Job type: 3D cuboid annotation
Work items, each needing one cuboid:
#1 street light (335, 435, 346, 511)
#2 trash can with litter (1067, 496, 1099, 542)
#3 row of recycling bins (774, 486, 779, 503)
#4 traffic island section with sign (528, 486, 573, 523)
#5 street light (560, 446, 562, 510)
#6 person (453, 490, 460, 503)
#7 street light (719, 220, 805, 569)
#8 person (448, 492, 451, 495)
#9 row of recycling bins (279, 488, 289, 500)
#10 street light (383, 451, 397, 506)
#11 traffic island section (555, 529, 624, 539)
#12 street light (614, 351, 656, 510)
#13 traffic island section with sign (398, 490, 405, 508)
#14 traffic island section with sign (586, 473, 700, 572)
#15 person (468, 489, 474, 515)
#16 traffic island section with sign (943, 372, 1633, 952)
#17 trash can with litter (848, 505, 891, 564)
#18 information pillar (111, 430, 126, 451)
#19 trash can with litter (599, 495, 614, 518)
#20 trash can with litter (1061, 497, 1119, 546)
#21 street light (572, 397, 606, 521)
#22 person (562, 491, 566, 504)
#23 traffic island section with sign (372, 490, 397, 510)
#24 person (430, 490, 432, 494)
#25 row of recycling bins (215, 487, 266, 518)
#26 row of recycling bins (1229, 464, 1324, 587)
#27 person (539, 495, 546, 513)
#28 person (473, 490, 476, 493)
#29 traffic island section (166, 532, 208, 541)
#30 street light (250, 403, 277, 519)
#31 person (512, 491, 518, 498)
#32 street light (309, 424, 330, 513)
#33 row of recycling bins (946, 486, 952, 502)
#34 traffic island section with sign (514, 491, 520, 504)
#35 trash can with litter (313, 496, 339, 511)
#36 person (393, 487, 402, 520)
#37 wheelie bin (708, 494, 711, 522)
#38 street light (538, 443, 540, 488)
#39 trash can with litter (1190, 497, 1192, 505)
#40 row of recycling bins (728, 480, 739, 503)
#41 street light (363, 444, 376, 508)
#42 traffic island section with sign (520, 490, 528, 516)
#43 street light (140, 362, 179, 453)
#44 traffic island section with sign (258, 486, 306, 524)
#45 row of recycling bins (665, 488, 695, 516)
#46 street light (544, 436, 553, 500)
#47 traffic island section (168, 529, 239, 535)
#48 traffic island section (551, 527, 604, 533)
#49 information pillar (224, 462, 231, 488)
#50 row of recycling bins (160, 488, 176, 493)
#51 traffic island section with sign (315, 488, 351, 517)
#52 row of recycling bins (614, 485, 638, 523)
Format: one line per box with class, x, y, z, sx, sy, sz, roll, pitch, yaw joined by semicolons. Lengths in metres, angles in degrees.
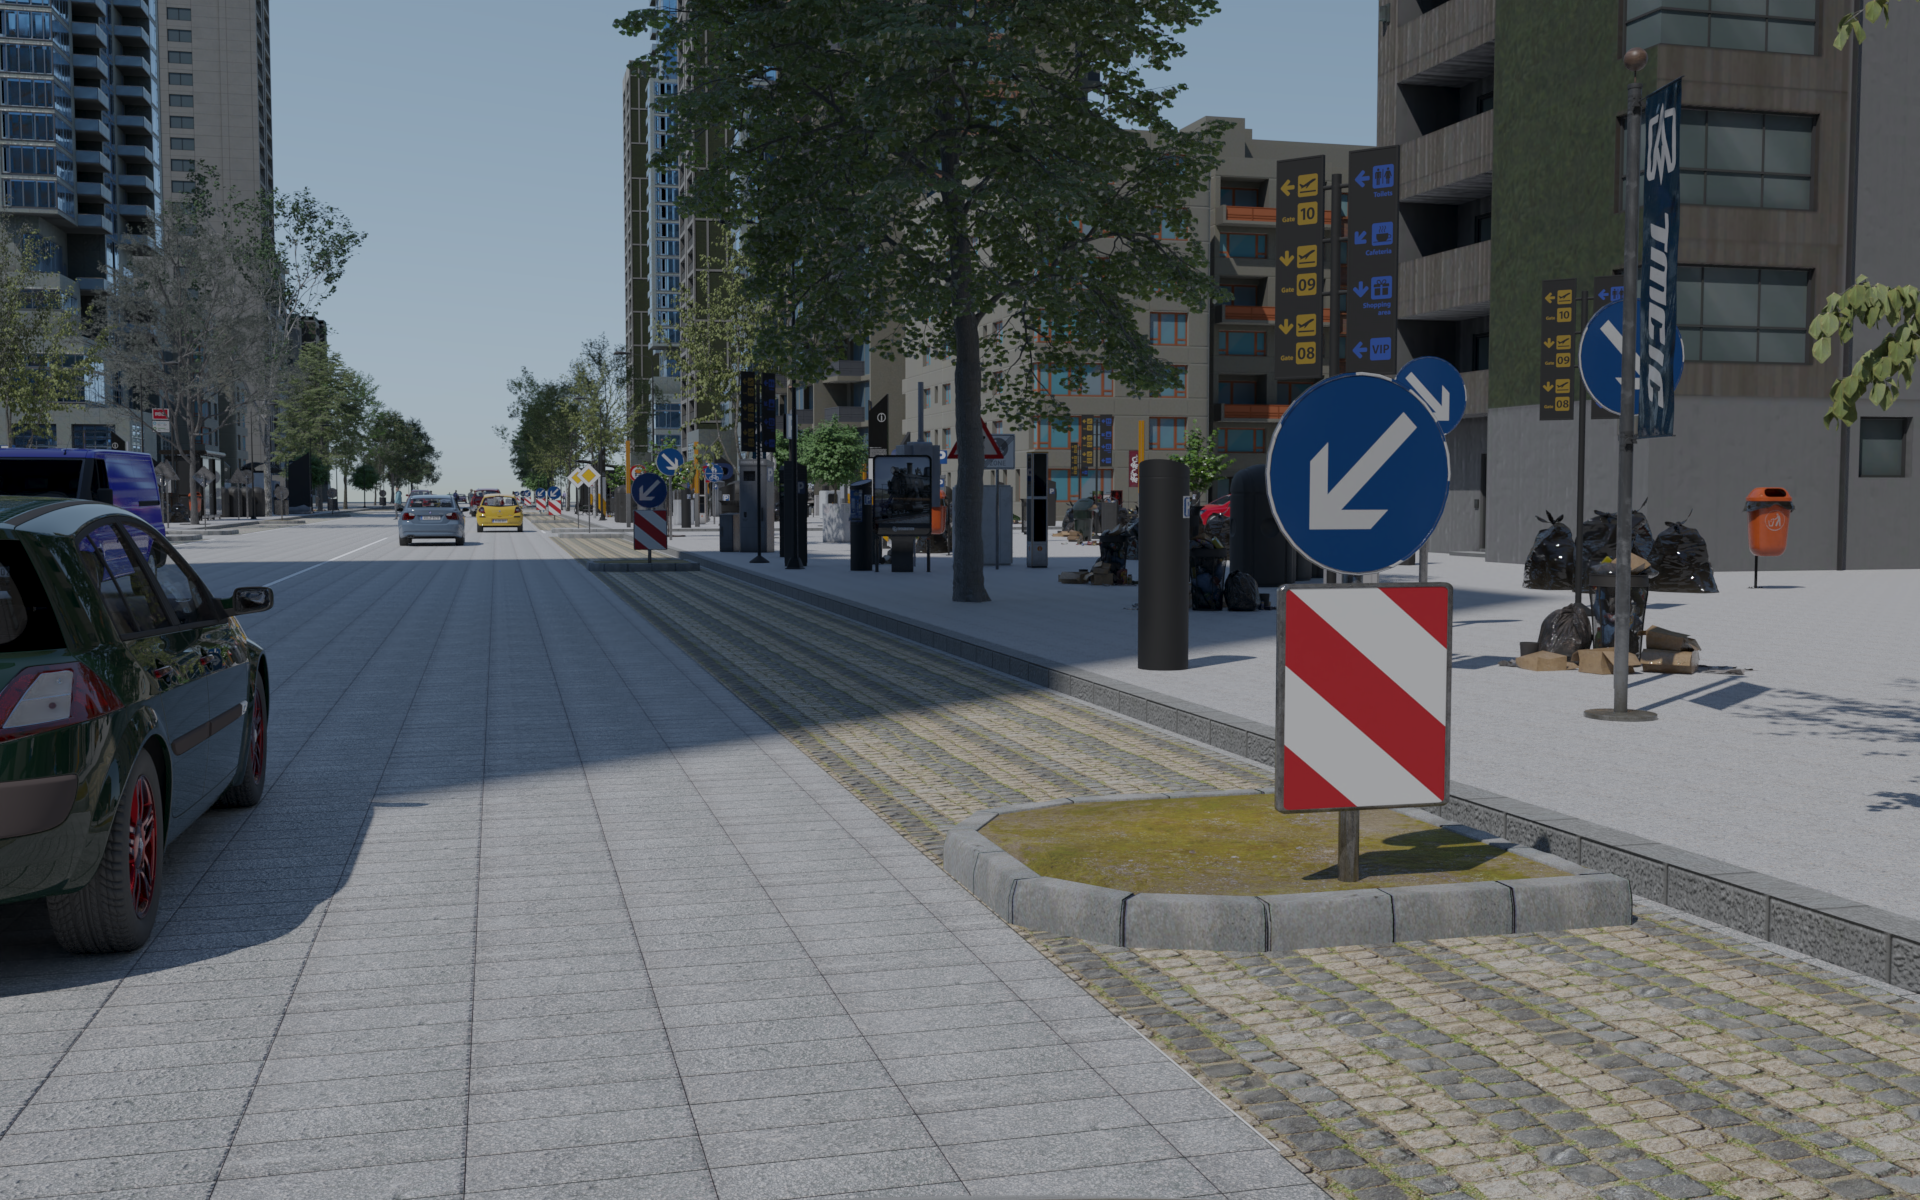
street light;-47.887;-9.913;134.619;1.470;5.913;1.316;-1;4;-15
trash can with litter;3.292;-2.161;46.718;0.624;1.170;1.055;2;4;24
row of recycling bins;-10.385;-5.086;90.270;1.069;1.692;3.534;-2;4;-35
traffic island section with sign;-20.167;-4.705;85.562;1.989;1.847;2.006;-1;4;-15
street light;-24.903;-8.399;109.862;1.470;5.913;1.316;-1;4;-15
person;-49.637;-9.932;170.756;0.599;1.838;0.709;3;4;37
street light;-3.346;-3.472;29.312;1.470;5.913;1.316;-1;4;-15
person;-80.393;-16.135;273.113;0.445;1.727;0.742;2;4;29
row of recycling bins;-49.132;-7.256;125.746;3.534;1.692;1.069;-2;4;-34
street light;-62.019;-13.182;188.064;1.470;5.913;1.316;-1;4;-15
traffic island section;-12.145;-2.116;56.878;2.009;0.180;2.903;-1;4;-15
street light;-10.559;-5.138;56.547;1.470;5.913;1.316;-1;4;-15
traffic island section with sign;-59.539;-10.725;183.988;1.989;1.847;2.006;-1;4;-15
traffic island section with sign;-6.024;-1.471;32.674;1.989;1.847;2.006;-1;4;-15
person;-34.008;-6.856;120.767;0.661;1.801;0.590;3;4;38
traffic island section with sign;1.006;0.138;6.371;1.989;1.847;2.006;-1;4;-15
trash can with litter;-1.478;-1.250;31.819;1.055;1.170;0.624;-2;4;-34
information pillar;-30.877;-4.418;63.581;0.504;3.616;0.183;0;4;-3
trash can with litter;-18.590;-5.140;95.103;2.233;1.210;1.678;0;4;2
trash can with litter;3.537;-1.983;43.480;1.678;1.210;2.233;-3;5;-44
street light;-17.777;-6.765;83.155;1.470;5.913;1.316;-1;4;-15
person;-49.702;-12.788;217.450;0.709;1.838;0.599;-2;4;-31
traffic island section with sign;-52.571;-9.133;157.945;1.989;1.847;2.006;-1;4;-15
person;-57.549;-11.000;188.349;0.705;1.824;1.348;-1;4;-17
row of recycling bins;-39.829;-5.424;95.791;1.069;1.692;3.534;1;4;21
row of recycling bins;4.650;-1.116;25.368;1.069;1.692;3.534;1;4;22
person;-30.617;-7.195;126.978;0.563;1.720;0.643;-2;4;-27
person;-38.818;-7.940;138.836;1.217;1.766;0.721;2;4;26
traffic island section;-24.651;-1.913;53.553;2.009;0.180;2.903;-1;4;-15
street light;-35.479;-7.076;88.232;1.470;5.913;1.316;-1;4;-15
person;-43.665;-9.782;169.148;1.217;1.735;0.721;1;4;12
street light;-42.713;-8.743;115.483;1.470;5.913;1.316;-1;4;-15
row of recycling bins;-1.456;-4.994;88.772;1.069;1.692;3.534;-2;4;-32
traffic island section with sign;-40.168;-9.282;160.388;1.989;1.847;2.006;-1;4;-15
trash can with litter;-48.129;-7.341;131.079;2.233;1.210;1.678;0;4;-4
person;-31.082;-5.359;95.980;0.748;1.841;0.638;1;4;10
wheelie bin;-11.813;-4.382;79.558;0.693;1.594;0.980;0;4;-1
street light;-37.669;-11.318;157.588;1.470;5.913;1.316;-1;4;-15
trash can with litter;9.614;-3.799;73.495;0.624;1.170;1.055;-2;4;-25
row of recycling bins;-6.776;-2.872;54.071;1.069;1.692;3.534;0;4;-4
street light;-54.941;-11.548;161.345;1.470;5.913;1.316;-1;4;-15
traffic island section with sign;-27.264;-6.330;112.125;1.989;1.847;2.006;-1;4;-15
street light;-28.095;-5.397;60.776;1.470;5.913;1.316;-1;4;-15
traffic island section with sign;-32.638;-4.573;83.398;1.989;1.847;2.006;-1;4;-15
row of recycling bins;-16.614;-5.726;100.727;3.534;1.692;1.069;0;4;-5
street light;-32.181;-10.072;137.211;1.470;5.913;1.316;-1;4;-15
traffic island section;-26.713;-2.385;61.268;2.009;0.180;2.903;-1;4;-15
traffic island section;-14.208;-2.588;64.593;2.009;0.180;2.903;-1;4;-15
information pillar;-53.050;-8.204;125.482;0.504;3.616;0.183;1;4;13
row of recycling bins;-53.232;-6.814;118.528;1.069;1.692;3.534;2;4;29
traffic island section with sign;-39.610;-6.166;109.440;1.989;1.847;2.006;-1;4;-15
row of recycling bins;-15.088;-4.348;78.204;1.069;1.692;3.534;-1;4;-16
